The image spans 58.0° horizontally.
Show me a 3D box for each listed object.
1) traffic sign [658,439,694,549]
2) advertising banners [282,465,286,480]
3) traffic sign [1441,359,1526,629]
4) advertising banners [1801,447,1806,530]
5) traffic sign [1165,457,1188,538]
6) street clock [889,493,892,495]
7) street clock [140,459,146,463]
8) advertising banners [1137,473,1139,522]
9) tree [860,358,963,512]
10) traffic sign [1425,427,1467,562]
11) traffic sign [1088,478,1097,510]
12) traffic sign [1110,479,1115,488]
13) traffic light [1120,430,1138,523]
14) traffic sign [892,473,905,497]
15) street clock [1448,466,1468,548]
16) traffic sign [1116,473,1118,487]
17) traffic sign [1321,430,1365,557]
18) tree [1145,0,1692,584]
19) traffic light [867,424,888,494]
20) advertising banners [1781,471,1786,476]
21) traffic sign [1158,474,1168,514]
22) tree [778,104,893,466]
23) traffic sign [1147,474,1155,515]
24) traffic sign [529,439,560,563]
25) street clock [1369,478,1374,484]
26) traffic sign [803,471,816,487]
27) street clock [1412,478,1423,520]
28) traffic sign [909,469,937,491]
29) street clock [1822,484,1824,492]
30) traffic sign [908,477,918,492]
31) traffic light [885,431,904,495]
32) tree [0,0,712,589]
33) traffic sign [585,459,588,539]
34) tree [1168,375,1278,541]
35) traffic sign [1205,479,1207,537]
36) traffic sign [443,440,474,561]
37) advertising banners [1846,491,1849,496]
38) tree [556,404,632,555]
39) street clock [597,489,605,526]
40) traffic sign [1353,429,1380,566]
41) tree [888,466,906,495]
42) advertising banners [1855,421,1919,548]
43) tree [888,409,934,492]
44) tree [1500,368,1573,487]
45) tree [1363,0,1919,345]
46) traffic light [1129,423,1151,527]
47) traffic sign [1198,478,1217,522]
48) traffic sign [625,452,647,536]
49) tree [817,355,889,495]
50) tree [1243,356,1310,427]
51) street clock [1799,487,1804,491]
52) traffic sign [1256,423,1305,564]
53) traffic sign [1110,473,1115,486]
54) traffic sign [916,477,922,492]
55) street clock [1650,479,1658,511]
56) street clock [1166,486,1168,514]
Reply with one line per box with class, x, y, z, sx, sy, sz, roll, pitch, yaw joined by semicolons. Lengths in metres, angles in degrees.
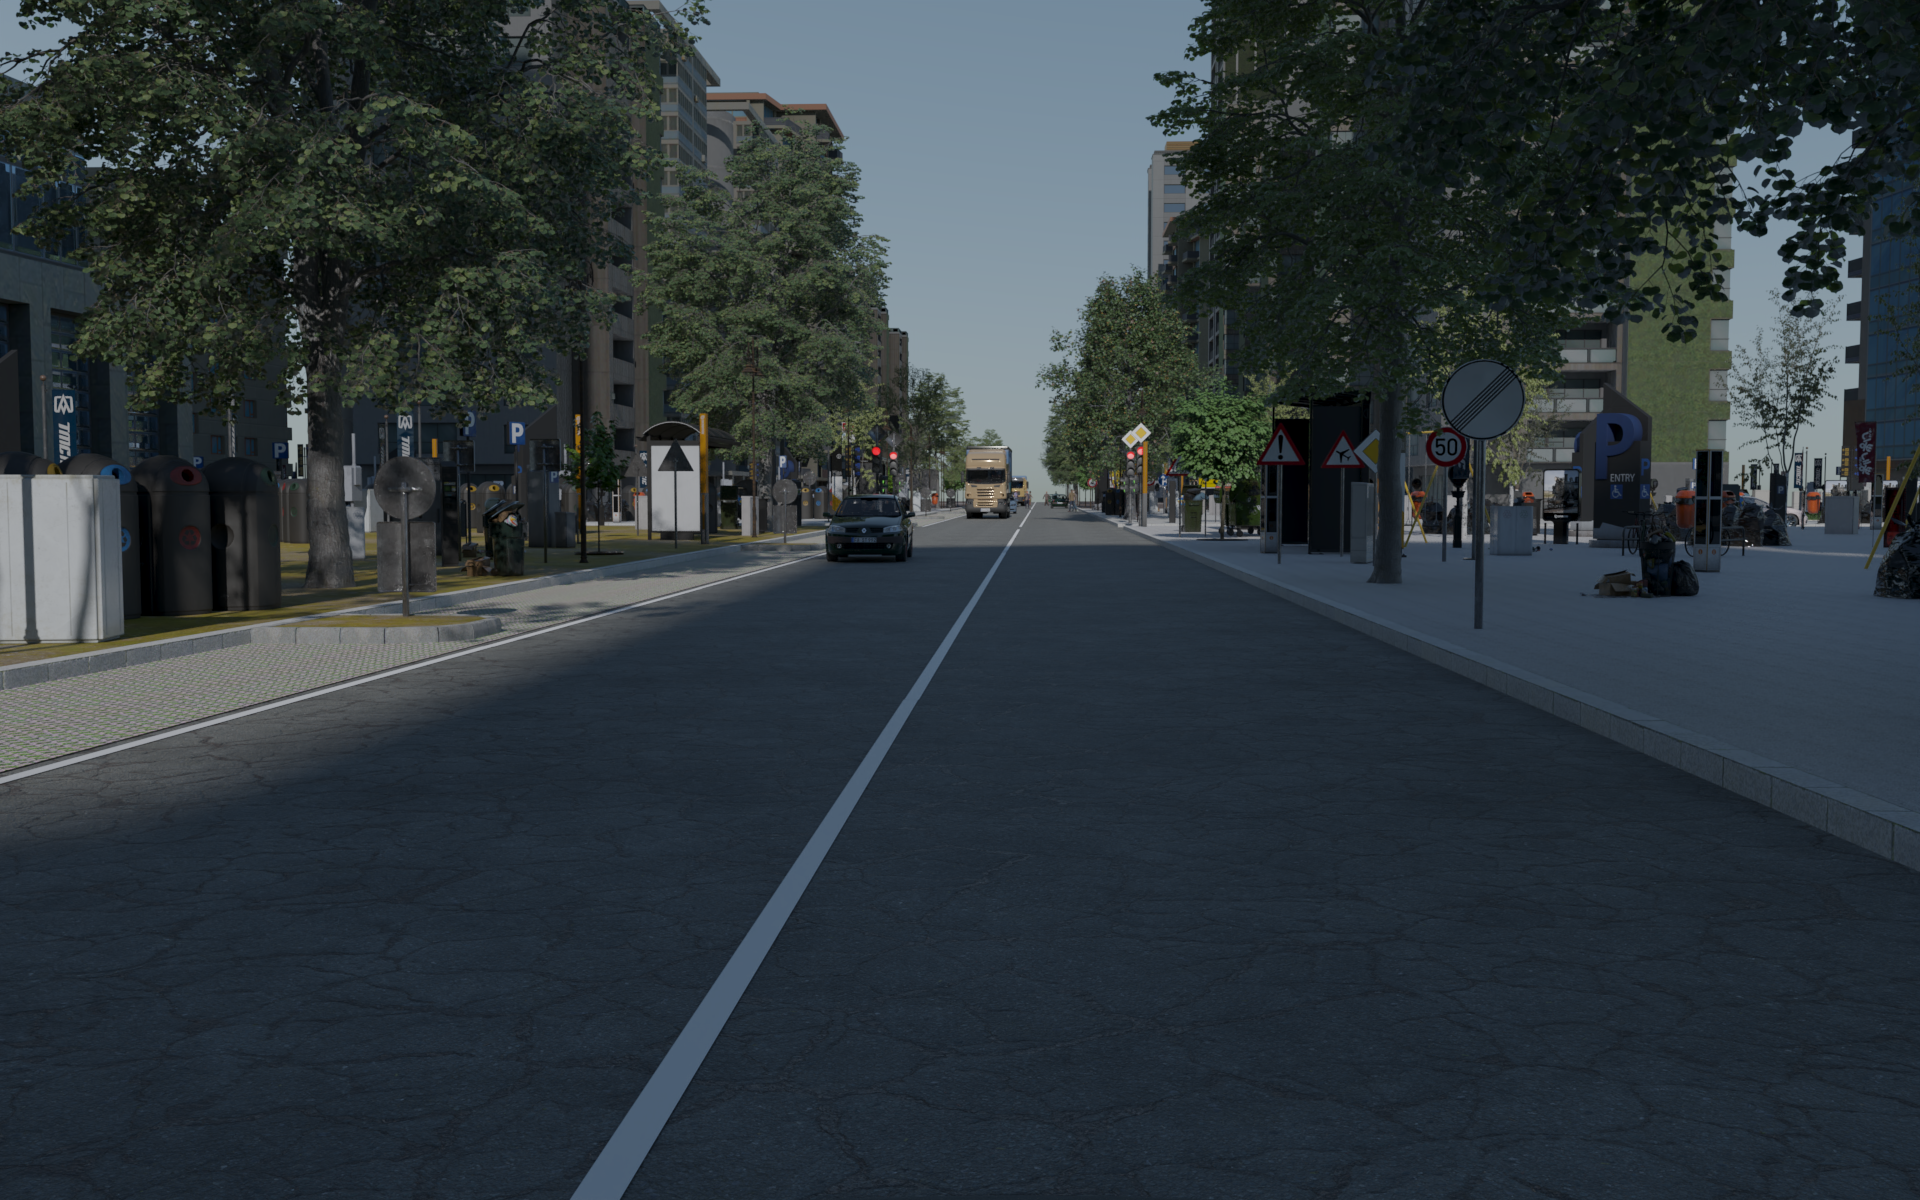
traffic sign;-6.678;-2.487;40.669;0.884;2.594;0.081;1;4;10
advertising banners;-40.115;-6.570;103.610;0.090;3.025;2.074;0;4;0
traffic sign;4.941;-0.998;16.429;0.768;2.556;0.104;1;4;12
advertising banners;30.850;-4.109;63.372;0.090;3.025;2.074;2;4;23
traffic sign;6.492;-3.124;51.079;0.884;2.594;0.081;1;4;11
street clock;-4.371;-6.381;108.892;0.358;2.002;0.471;0;4;-7
street clock;-16.571;-1.894;35.536;0.358;2.002;0.471;2;4;24
advertising banners;8.161;-5.094;79.478;0.090;3.025;2.074;0;4;6
tree;-3.575;-11.341;119.830;8.767;10.594;7.601;2;4;34
traffic sign;9.189;-2.000;32.798;0.768;2.556;0.104;1;4;9
traffic sign;10.451;-8.352;136.666;0.768;2.556;0.104;1;4;11
traffic sign;12.909;-9.094;148.694;0.884;2.594;0.081;0;4;5
traffic light;7.491;-5.348;76.366;0.839;4.253;0.868;0;4;3
traffic sign;-3.731;-6.387;104.540;0.768;2.556;0.104;0;4;7
street clock;11.855;-2.242;41.235;0.471;2.002;0.358;0;4;6
traffic sign;14.034;-9.209;144.444;2.265;3.308;0.079;0;4;4
traffic sign;7.804;-2.162;35.355;0.884;2.594;0.081;0;4;5
tree;6.362;-6.537;25.008;7.486;12.596;7.792;0;3;0
traffic light;-3.283;-4.889;68.858;0.839;4.253;0.868;0;4;3
advertising banners;61.766;-8.265;131.322;2.074;3.025;0.090;-1;4;-13
traffic sign;13.082;-6.786;111.060;0.768;2.556;0.104;1;4;10
tree;-6.659;-9.281;58.398;9.857;13.997;8.962;0;3;0
traffic sign;11.787;-6.592;107.893;0.768;2.556;0.104;0;4;6
traffic sign;-7.703;-1.836;32.149;0.606;2.300;0.079;1;4;10
street clock;18.466;-4.511;78.330;0.471;2.002;0.358;1;4;15
traffic sign;-8.416;-5.923;96.939;0.768;2.556;0.104;0;4;4
street clock;21.020;-4.593;79.661;0.471;2.002;0.358;2;4;27
traffic sign;-3.018;-8.956;140.311;2.265;3.308;0.079;1;4;9
street clock;62.755;-7.410;125.722;0.471;2.002;0.358;-2;4;-35
traffic sign;-3.486;-7.864;128.678;0.768;2.556;0.104;1;4;11
traffic light;-2.910;-5.377;76.834;0.839;4.253;0.868;0;4;3
tree;-8.563;-7.143;23.437;9.857;13.997;8.962;0;3;0
traffic sign;-10.746;-3.025;49.560;0.768;2.556;0.104;1;4;12
tree;7.234;-3.925;47.884;4.285;4.588;4.351;0;3;0
traffic sign;7.373;-3.108;51.998;0.795;2.450;0.064;1;4;10
traffic sign;-9.538;-1.887;32.977;0.606;2.300;0.079;0;4;5
advertising banners;32.788;-4.102;63.257;2.074;3.025;0.090;-3;5;-45
tree;-7.593;-2.580;36.789;1.663;3.219;1.824;0;3;0
street clock;-14.536;-4.017;70.241;0.358;2.002;0.471;-2;4;-24
traffic sign;7.366;-1.808;30.754;0.795;2.450;0.064;0;4;5
tree;-4.387;-6.882;107.115;1.663;3.219;1.824;0;3;0
advertising banners;22.315;-2.755;41.227;0.090;3.025;2.074;-3;5;-39
tree;-3.527;-11.388;136.558;4.360;8.622;3.978;0;3;0
tree;27.310;-8.194;84.333;4.360;8.622;3.978;0;3;0
tree;6.125;-6.279;9.319;9.857;13.997;8.962;0;3;0
traffic light;7.118;-4.860;68.390;0.839;4.253;0.868;0;4;3
traffic sign;11.868;-5.153;78.120;2.265;3.308;0.079;1;4;10
traffic sign;-9.897;-3.250;53.140;0.884;2.594;0.081;1;4;11
tree;-5.373;-8.341;86.742;4.737;8.622;4.395;0;3;0
tree;16.459;-8.534;89.894;4.737;8.622;4.395;0;3;0
street clock;71.985;-8.789;148.265;0.358;2.002;0.471;0;4;2
traffic sign;5.863;-1.940;31.728;0.884;2.594;0.081;1;4;9
traffic sign;13.413;-9.625;151.249;2.265;3.308;0.079;0;4;3
traffic sign;-3.360;-8.182;133.777;0.884;2.594;0.081;1;4;8
street clock;32.541;-4.699;81.396;0.471;2.002;0.358;-2;4;-25
street clock;13.499;-6.570;111.989;0.358;2.002;0.471;2;4;35
